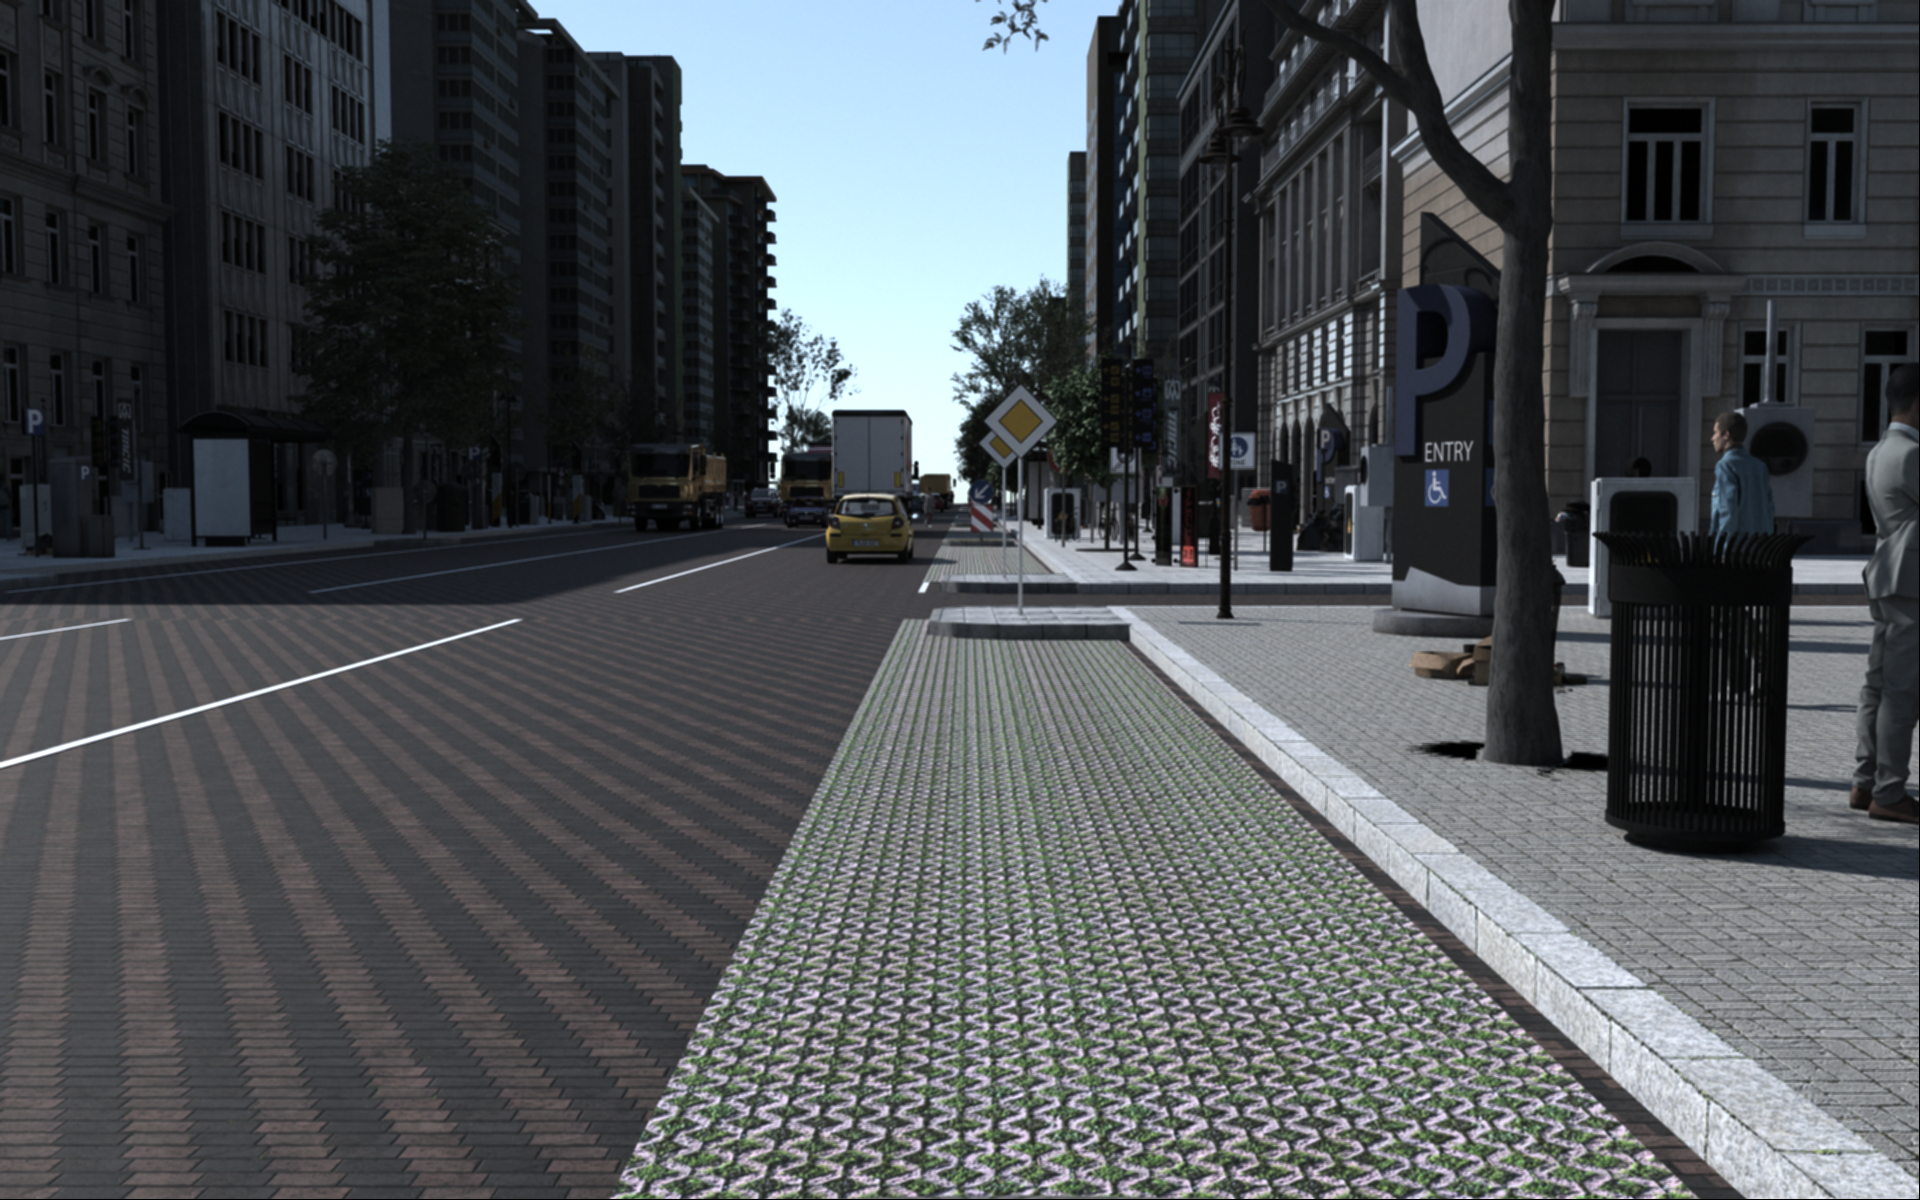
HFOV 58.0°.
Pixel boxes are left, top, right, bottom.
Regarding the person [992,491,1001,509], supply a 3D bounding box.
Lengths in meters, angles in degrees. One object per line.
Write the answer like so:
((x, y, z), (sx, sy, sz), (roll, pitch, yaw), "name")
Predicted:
((3.392, -8.912, 152.471), (1.217, 1.735, 0.721), (-2, 4, -24), "person")

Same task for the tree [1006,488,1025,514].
((3.657, -7.175, 111.908), (1.663, 3.219, 1.824), (0, 3, 0), "tree")

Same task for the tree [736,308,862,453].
((-16.249, -19.476, 174.320), (12.611, 20.169, 13.585), (0, 3, 0), "tree")

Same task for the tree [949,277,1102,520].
((3.213, -9.689, 84.166), (9.928, 11.665, 9.643), (0, 3, 0), "tree")

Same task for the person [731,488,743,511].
((-16.965, -7.632, 131.540), (0.721, 1.736, 1.217), (2, 4, 35), "person")

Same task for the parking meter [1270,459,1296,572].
((5.366, -1.411, 28.777), (0.399, 1.863, 0.255), (1, 4, 19), "parking meter")

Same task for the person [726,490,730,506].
((-25.264, -11.130, 188.949), (0.756, 1.711, 0.436), (1, 4, 23), "person")

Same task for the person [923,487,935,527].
((-1.364, -4.008, 74.775), (0.466, 1.731, 0.760), (-2, 4, -30), "person")

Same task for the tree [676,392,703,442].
((-17.437, -8.972, 97.054), (4.360, 8.622, 3.978), (0, 3, 0), "tree")

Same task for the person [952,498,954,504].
((-1.097, -14.742, 249.531), (0.705, 1.824, 1.348), (-2, 4, -24), "person")

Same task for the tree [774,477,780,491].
((-16.698, -10.395, 164.557), (1.663, 3.219, 1.824), (0, 3, 0), "tree")

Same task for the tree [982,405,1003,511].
((3.432, -11.151, 132.681), (4.737, 8.622, 4.395), (0, 3, 0), "tree")

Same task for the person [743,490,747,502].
((-21.145, -9.987, 170.273), (0.436, 1.711, 0.756), (2, 4, 31), "person")

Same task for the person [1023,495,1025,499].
((4.582, -6.784, 120.188), (0.991, 1.433, 0.599), (1, 4, 20), "person")

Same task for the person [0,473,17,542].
((-25.326, -2.424, 45.655), (0.794, 1.824, 0.713), (1, 4, 13), "person")

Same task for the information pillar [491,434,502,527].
((-18.077, -4.658, 67.517), (0.504, 3.616, 0.183), (3, 4, 36), "information pillar")

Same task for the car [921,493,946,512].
((-2.200, -7.833, 137.110), (2.155, 1.783, 4.494), (0, 4, -1), "car")

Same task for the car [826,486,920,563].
((-1.897, -1.654, 37.275), (2.015, 1.641, 3.980), (0, 4, 1), "car")

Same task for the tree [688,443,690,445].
((-17.423, -7.776, 110.850), (4.285, 4.588, 4.351), (0, 3, 0), "tree")

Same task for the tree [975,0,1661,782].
((2.559, -5.967, 7.932), (12.009, 13.543, 11.850), (0, 3, 0), "tree")

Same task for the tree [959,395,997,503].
((4.376, -18.824, 214.425), (9.857, 13.997, 8.962), (0, 3, 0), "tree")

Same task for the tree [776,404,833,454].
((-17.389, -16.735, 199.373), (9.928, 11.665, 9.643), (0, 3, 0), "tree")

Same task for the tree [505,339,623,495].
((-18.051, -8.023, 81.535), (4.737, 8.622, 4.395), (0, 3, 0), "tree")

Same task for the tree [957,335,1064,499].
((3.493, -9.731, 93.510), (7.601, 10.594, 8.767), (-3, 5, -43), "tree")

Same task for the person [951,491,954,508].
((-0.918, -9.963, 171.843), (0.683, 1.767, 0.568), (0, 4, 5), "person")

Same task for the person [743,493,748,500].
((-19.029, -8.912, 155.018), (1.065, 1.426, 0.557), (-3, 5, -45), "person")

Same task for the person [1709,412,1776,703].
((4.773, -0.256, 10.566), (0.601, 1.785, 0.444), (-2, 4, -28), "person")

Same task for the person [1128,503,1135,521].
((8.089, -4.674, 82.556), (0.694, 1.812, 0.767), (2, 4, 35), "person")

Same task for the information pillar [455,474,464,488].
((-18.301, -3.601, 63.369), (0.304, 2.012, 0.304), (-1, 4, -9), "information pillar")

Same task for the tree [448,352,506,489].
((-23.421, -8.276, 85.672), (4.737, 8.622, 4.395), (0, 3, 0), "tree")

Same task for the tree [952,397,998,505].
((3.784, -17.244, 198.953), (9.611, 12.733, 9.660), (0, 3, 0), "tree")

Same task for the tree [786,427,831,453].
((-17.367, -17.146, 214.752), (8.767, 10.594, 7.601), (-1, 4, -13), "tree")

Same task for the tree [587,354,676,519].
((-17.375, -8.571, 90.501), (4.360, 8.622, 3.978), (0, 3, 0), "tree")

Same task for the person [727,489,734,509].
((-19.926, -8.823, 150.962), (0.621, 1.740, 0.551), (2, 4, 25), "person")

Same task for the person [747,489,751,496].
((-18.211, -8.763, 150.240), (0.530, 1.710, 0.541), (-3, 5, -42), "person")

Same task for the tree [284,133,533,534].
((-17.220, -8.382, 55.173), (7.486, 12.596, 7.792), (0, 3, 0), "tree")

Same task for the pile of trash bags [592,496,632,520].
((-18.054, -4.701, 86.617), (3.447, 1.369, 1.912), (0, 4, 0), "pile of trash bags")

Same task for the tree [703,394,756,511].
((-17.361, -10.901, 128.596), (4.360, 8.622, 3.978), (0, 3, 0), "tree")

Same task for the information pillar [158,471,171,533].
((-25.893, -3.176, 56.424), (0.304, 2.012, 0.304), (0, 4, 3), "information pillar")

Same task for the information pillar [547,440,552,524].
((-17.882, -5.140, 75.392), (0.183, 3.616, 0.504), (-1, 4, -10), "information pillar")

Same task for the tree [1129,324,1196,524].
((8.303, -7.590, 74.461), (4.360, 8.622, 3.978), (0, 3, 0), "tree")

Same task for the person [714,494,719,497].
((-25.140, -10.450, 176.878), (1.348, 1.826, 0.705), (2, 4, 34), "person")

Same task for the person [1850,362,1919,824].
((3.817, -0.038, 6.847), (0.466, 1.800, 0.511), (0, 4, 1), "person")

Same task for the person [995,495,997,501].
((4.288, -12.492, 213.472), (0.799, 1.438, 0.628), (0, 4, 2), "person")

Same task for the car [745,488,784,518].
((-12.003, -5.979, 106.421), (2.281, 1.827, 5.304), (0, 4, -1), "car")

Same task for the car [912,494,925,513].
((-3.399, -7.199, 129.713), (2.014, 1.417, 4.499), (0, 4, 0), "car")

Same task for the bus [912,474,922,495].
((-6.168, -13.878, 218.444), (2.896, 3.916, 12.252), (0, 3, 0), "bus")

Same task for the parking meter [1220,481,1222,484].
((11.840, -4.424, 78.043), (0.255, 1.863, 0.399), (-1, 4, -15), "parking meter")

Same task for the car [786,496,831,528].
((-6.477, -3.786, 74.487), (1.945, 1.354, 3.894), (0, 4, -1), "car")

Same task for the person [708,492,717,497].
((-17.241, -6.993, 120.819), (0.683, 1.767, 0.568), (-1, 4, -22), "person")

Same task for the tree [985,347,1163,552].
((3.257, -3.380, 38.975), (4.285, 4.588, 4.351), (0, 3, 0), "tree")

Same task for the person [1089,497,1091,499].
((9.458, -6.877, 121.664), (0.628, 1.438, 0.799), (1, 4, 22), "person")

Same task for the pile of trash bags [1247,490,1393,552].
((8.089, -1.768, 38.651), (3.447, 1.369, 1.912), (-1, 4, -8), "pile of trash bags")

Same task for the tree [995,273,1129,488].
((3.372, -6.619, 58.584), (4.360, 8.622, 3.978), (0, 3, 0), "tree")

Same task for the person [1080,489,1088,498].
((9.988, -8.344, 143.190), (1.217, 1.736, 0.721), (0, 4, 8), "person")
